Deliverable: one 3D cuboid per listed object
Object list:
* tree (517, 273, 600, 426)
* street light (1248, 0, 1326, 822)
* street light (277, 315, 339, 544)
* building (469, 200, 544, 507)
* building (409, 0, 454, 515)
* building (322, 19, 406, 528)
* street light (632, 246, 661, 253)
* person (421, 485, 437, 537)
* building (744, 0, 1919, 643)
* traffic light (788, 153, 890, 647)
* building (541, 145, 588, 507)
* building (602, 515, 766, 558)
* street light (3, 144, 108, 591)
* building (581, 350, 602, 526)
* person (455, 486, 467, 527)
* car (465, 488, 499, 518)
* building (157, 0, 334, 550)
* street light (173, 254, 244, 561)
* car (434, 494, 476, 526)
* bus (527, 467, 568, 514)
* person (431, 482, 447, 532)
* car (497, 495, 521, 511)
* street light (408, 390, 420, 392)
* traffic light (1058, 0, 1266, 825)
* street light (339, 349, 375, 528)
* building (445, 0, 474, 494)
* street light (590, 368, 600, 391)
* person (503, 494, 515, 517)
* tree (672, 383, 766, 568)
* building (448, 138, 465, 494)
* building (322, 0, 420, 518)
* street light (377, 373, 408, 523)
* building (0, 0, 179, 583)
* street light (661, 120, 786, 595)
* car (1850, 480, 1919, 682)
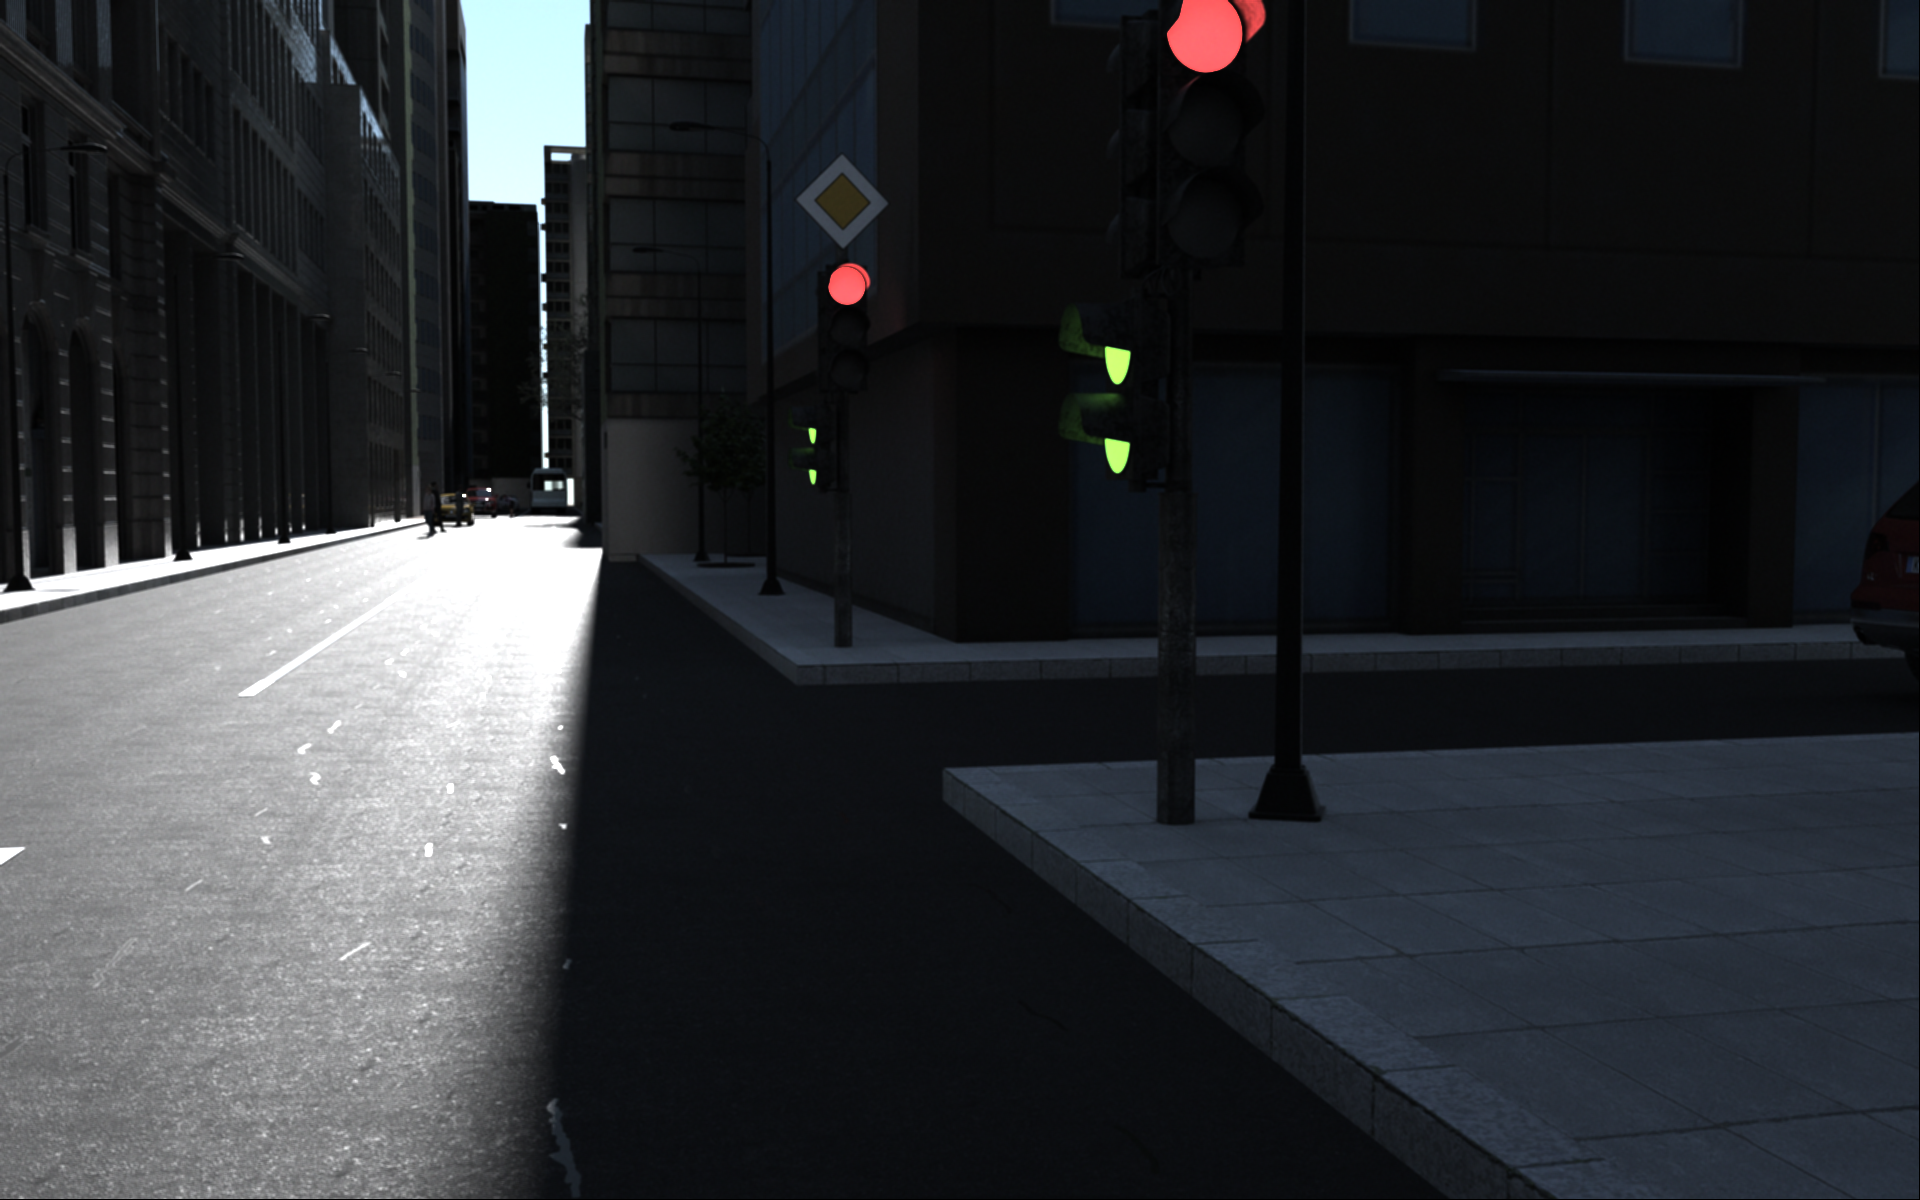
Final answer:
[{"bbox_3d":[-18.740,-11.210,93.652,12.009,13.543,11.850,0,3,0],"label":"tree"},{"bbox_3d":[0.783,-2.085,6.639,1.470,5.913,1.316,-1,4,-13],"label":"street light"},{"bbox_3d":[-17.033,-4.429,44.961,1.470,5.913,1.316,-1,4,-13],"label":"street light"},{"bbox_3d":[-49.002,-24.548,173.064,14.107,30.474,14.160,-1,4,-13],"label":"building"},{"bbox_3d":[-44.444,-34.768,110.449,21.231,58.520,28.212,-1,4,-13],"label":"building"},{"bbox_3d":[-29.259,-13.269,71.693,10.420,20.320,16.860,-1,4,-13],"label":"building"},{"bbox_3d":[-5.446,-3.680,32.712,1.470,5.913,1.316,-1,4,-13],"label":"street light"},{"bbox_3d":[-17.892,-3.014,58.452,0.731,1.740,0.598,2,4,24],"label":"person"},{"bbox_3d":[4.998,-22.709,21.405,14.200,45.320,14.600,-1,4,-13],"label":"building"},{"bbox_3d":[-0.999,-1.560,14.435,0.839,4.253,0.868,-1,4,-13],"label":"traffic light"},{"bbox_3d":[-32.600,-30.237,186.249,23.993,40.220,32.217,-1,4,-13],"label":"building"},{"bbox_3d":[-2.176,-22.026,43.724,14.154,41.232,14.086,-1,4,-13],"label":"building"},{"bbox_3d":[-12.004,-3.087,23.015,1.470,5.913,1.316,-1,4,-13],"label":"street light"},{"bbox_3d":[-4.809,-46.506,73.037,22.319,86.520,31.000,-1,4,-13],"label":"building"},{"bbox_3d":[-22.066,-4.155,76.621,0.466,1.800,0.511,0,4,-1],"label":"person"},{"bbox_3d":[-29.388,-5.948,105.929,2.281,1.827,5.304,-1,4,-14],"label":"car"},{"bbox_3d":[-25.346,-16.569,48.401,11.434,29.767,29.804,-1,4,-13],"label":"building"},{"bbox_3d":[-14.531,-3.729,33.518,1.470,5.913,1.316,-1,4,-13],"label":"street light"},{"bbox_3d":[-23.057,-4.199,78.870,2.015,1.641,3.980,-1,4,-13],"label":"car"},{"bbox_3d":[-31.086,-8.299,130.545,2.948,3.499,13.247,-1,4,-14],"label":"bus"},{"bbox_3d":[-19.655,-3.498,65.058,0.648,1.900,0.474,2,4,25],"label":"person"},{"bbox_3d":[-38.715,-8.326,148.486,2.083,1.381,4.827,-1,4,-13],"label":"car"},{"bbox_3d":[-24.669,-6.389,76.996,1.470,5.913,1.316,-1,4,-13],"label":"street light"},{"bbox_3d":[0.825,-1.085,6.660,0.839,4.253,0.868,-1,4,-13],"label":"traffic light"},{"bbox_3d":[-19.633,-5.071,55.446,1.470,5.913,1.316,-1,4,-13],"label":"street light"},{"bbox_3d":[-50.091,-30.563,149.819,14.200,45.320,14.600,-1,4,-13],"label":"building"},{"bbox_3d":[-12.820,-5.610,64.269,1.470,5.913,1.316,-1,4,-13],"label":"street light"},{"bbox_3d":[-27.696,-5.788,106.371,0.697,1.427,0.421,-1,4,-12],"label":"person"},{"bbox_3d":[-4.263,-2.196,30.501,1.663,3.219,1.824,0,3,0],"label":"tree"},{"bbox_3d":[-46.000,-22.109,133.183,14.160,30.474,14.107,-1,4,-13],"label":"building"},{"bbox_3d":[-36.333,-24.866,90.160,14.154,41.232,14.086,-1,4,-13],"label":"building"},{"bbox_3d":[-22.033,-5.727,66.185,1.470,5.913,1.316,-1,4,-13],"label":"street light"},{"bbox_3d":[-19.192,-11.034,22.202,13.314,21.916,24.055,-1,4,-13],"label":"building"},{"bbox_3d":[-2.931,-3.013,21.808,1.470,5.913,1.316,-1,4,-13],"label":"street light"},{"bbox_3d":[8.817,-0.196,11.871,5.304,1.827,2.281,-1,4,-14],"label":"car"}]
